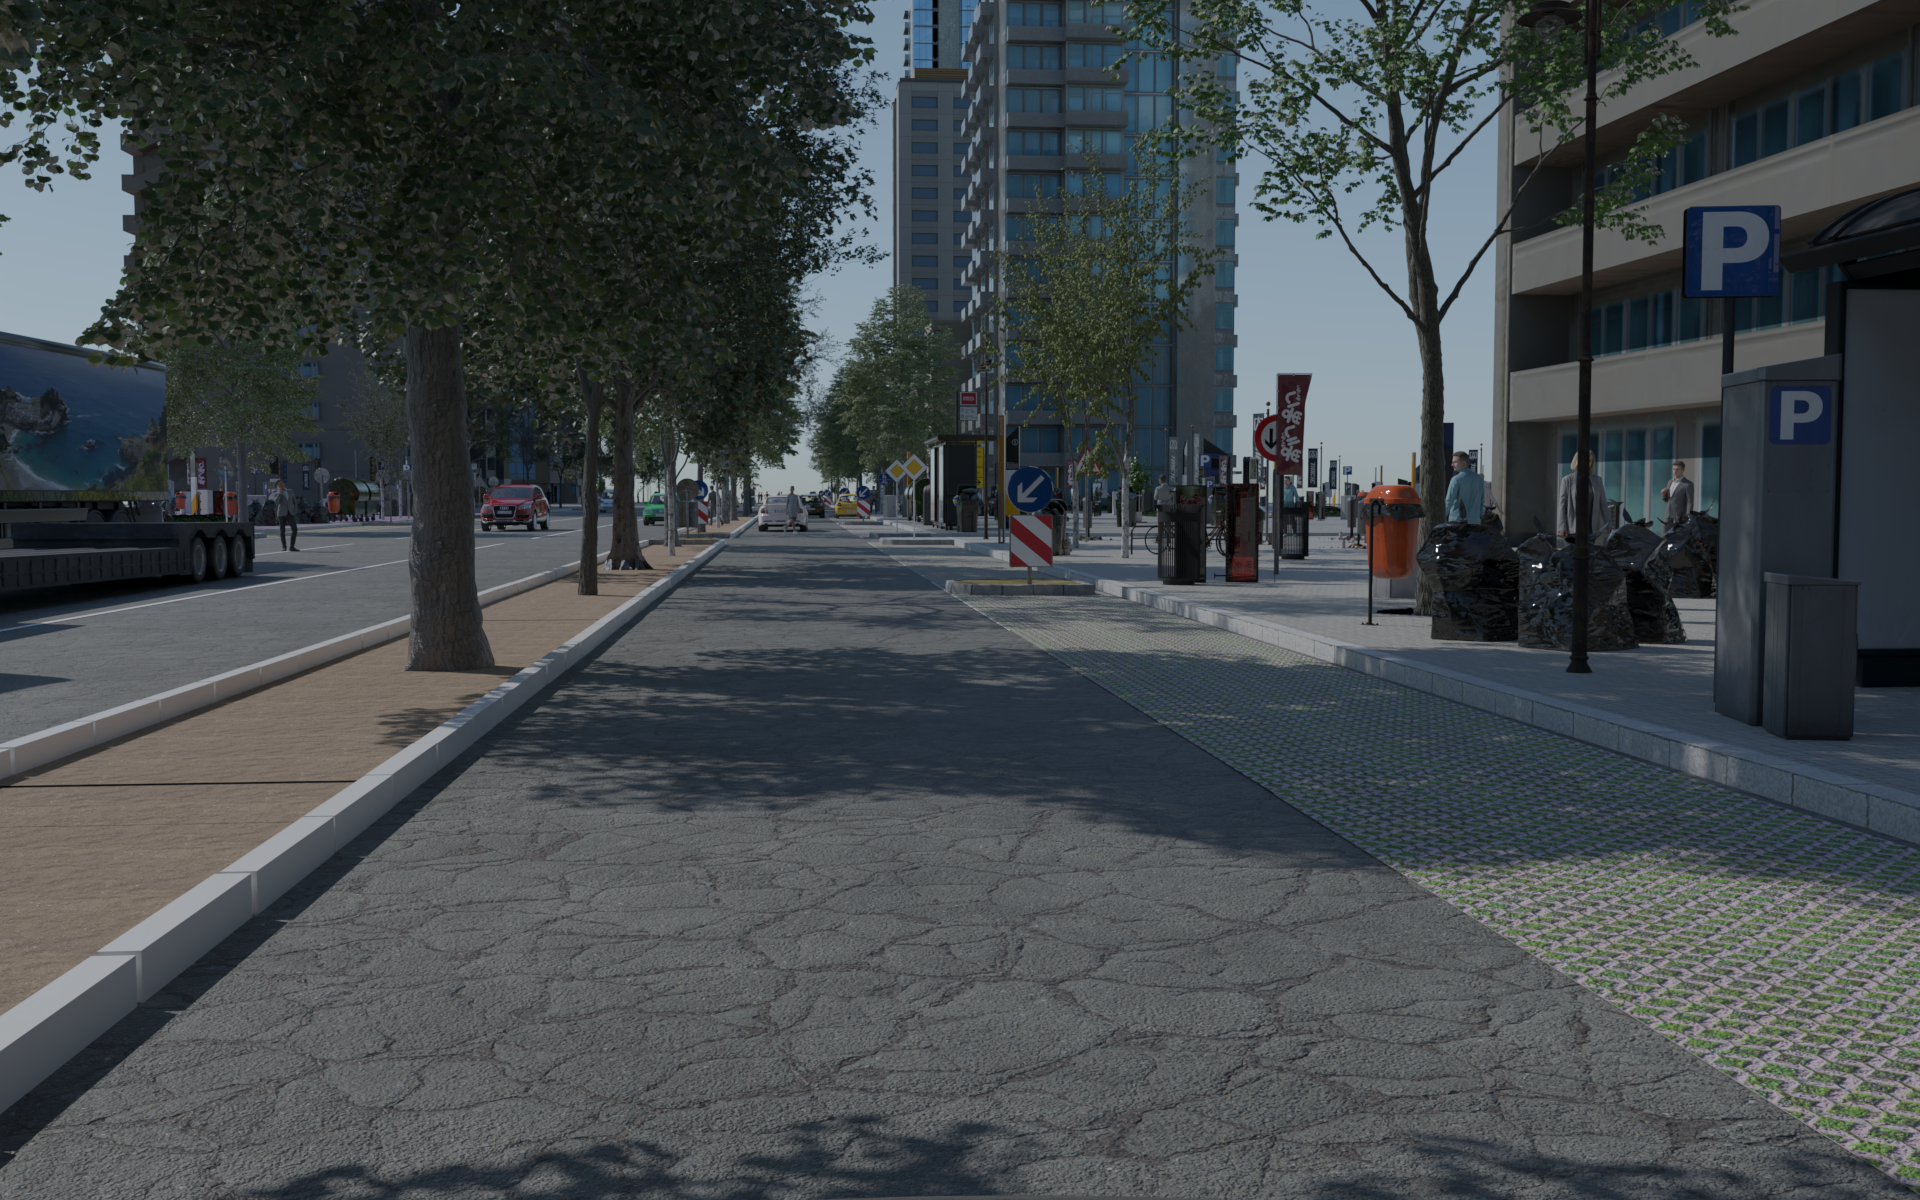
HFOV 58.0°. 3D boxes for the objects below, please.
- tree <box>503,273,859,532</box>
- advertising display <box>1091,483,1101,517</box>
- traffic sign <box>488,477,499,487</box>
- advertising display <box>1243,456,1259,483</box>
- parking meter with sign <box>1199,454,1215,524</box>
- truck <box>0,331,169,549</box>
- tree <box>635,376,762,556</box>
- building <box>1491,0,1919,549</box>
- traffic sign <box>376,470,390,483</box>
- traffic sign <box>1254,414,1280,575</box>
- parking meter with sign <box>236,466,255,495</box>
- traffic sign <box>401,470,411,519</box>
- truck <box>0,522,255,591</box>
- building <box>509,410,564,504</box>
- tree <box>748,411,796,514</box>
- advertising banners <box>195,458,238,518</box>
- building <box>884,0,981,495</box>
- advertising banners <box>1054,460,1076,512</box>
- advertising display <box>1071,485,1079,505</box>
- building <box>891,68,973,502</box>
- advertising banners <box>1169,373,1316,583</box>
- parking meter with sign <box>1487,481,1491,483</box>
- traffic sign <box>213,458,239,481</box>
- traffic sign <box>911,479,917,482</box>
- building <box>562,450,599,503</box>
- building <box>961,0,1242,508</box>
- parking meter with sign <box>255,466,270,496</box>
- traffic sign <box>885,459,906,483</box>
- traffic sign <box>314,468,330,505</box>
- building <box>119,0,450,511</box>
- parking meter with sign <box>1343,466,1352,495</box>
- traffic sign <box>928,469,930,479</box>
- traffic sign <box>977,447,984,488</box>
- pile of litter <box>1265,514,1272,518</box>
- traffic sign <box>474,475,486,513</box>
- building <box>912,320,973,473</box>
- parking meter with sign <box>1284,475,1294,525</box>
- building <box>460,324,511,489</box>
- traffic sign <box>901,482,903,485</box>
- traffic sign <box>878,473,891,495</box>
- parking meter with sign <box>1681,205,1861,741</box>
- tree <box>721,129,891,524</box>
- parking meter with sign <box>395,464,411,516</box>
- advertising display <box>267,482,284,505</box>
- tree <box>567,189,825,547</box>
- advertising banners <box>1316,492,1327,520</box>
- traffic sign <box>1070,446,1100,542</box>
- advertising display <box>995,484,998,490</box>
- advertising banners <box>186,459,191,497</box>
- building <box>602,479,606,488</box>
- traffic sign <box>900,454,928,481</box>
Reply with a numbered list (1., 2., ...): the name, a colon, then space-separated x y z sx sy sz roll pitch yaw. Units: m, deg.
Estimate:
1. tree: -9.413 -9.150 62.429 12.009 13.543 11.850 0 3 0
2. advertising display: 7.713 -5.686 98.182 0.123 1.923 0.974 2 4 34
3. traffic sign: -34.162 -7.751 126.828 0.768 2.556 0.104 0 4 3
4. advertising display: 5.041 -1.520 30.070 0.123 1.923 0.974 1 4 19
5. parking meter with sign: 10.794 -4.843 75.450 0.543 3.016 1.738 0 4 -2
6. truck: -17.723 -2.594 31.320 2.839 4.237 11.283 0 4 -4
7. tree: -6.621 -5.304 39.533 4.360 8.622 3.978 0 3 0
8. building: 24.548 -24.932 31.336 21.300 48.544 21.600 0 4 -6
9. traffic sign: -30.078 -5.514 90.267 0.768 2.556 0.104 0 4 3
10. traffic sign: 5.051 -1.680 27.572 0.768 2.556 0.104 0 4 1
11. parking meter with sign: -43.804 -6.700 105.799 1.738 3.016 0.543 1 4 10
12. traffic sign: -28.816 -5.525 90.445 0.768 2.556 0.104 0 4 -4
13. truck: -12.564 -1.904 20.886 2.967 4.110 18.799 0 4 -6
14. building: -60.330 -35.355 228.160 14.600 45.320 14.200 0 4 -6
15. tree: -15.574 -12.165 127.111 9.928 11.665 9.643 0 3 0
16. advertising banners: -35.890 -5.360 83.829 2.074 3.025 0.090 -2 4 -31
17. building: -1.099 -58.943 276.390 22.319 86.520 31.000 0 4 -6
18. advertising banners: 4.982 -5.636 88.338 2.074 3.025 0.090 2 4 31
19. advertising display: 7.318 -6.442 110.538 0.123 1.923 0.974 -1 4 -20
20. building: 0.869 -43.136 247.265 21.231 58.520 28.212 0 4 -6
21. advertising banners: 4.064 -1.766 25.068 2.074 3.025 0.090 0 4 -4
22. parking meter with sign: 32.750 -6.738 106.431 1.738 3.016 0.543 -3 4 -36
23. traffic sign: -23.573 -3.268 55.615 0.795 2.593 0.064 0 4 -6
24. traffic sign: -2.549 -6.110 99.998 0.768 2.556 0.104 0 4 -1
25. building: -67.623 -24.767 249.977 27.650 21.520 28.899 0 4 -6
26. building: 11.965 -32.870 157.035 23.786 49.044 30.456 0 4 -6
27. parking meter with sign: -41.886 -6.648 104.949 0.543 3.016 1.738 0 4 3
28. traffic sign: -2.080 -3.395 57.704 0.795 2.593 0.064 0 4 -6
29. traffic sign: -31.013 -5.142 84.172 0.768 2.556 0.104 0 4 2
30. building: -53.326 -31.476 138.330 21.300 48.544 21.600 0 4 -6
31. parking meter with sign: 24.398 -6.876 108.688 0.543 3.016 1.738 1 4 19
32. traffic sign: -1.023 -4.641 75.980 0.768 2.556 0.104 0 4 -3
33. traffic sign: -0.081 -4.932 74.509 2.265 3.308 0.079 0 4 -5
34. pile of litter: 16.881 -4.804 92.509 1.176 0.858 1.719 -1 4 -15
35. traffic sign: -32.961 -7.269 118.846 0.884 2.594 0.081 0 4 -5
36. building: 9.507 -20.939 187.399 27.650 21.520 28.899 0 4 -6
37. parking meter with sign: 13.729 -4.689 72.933 0.543 3.016 1.738 2 4 32
38. building: -54.411 -24.811 177.362 14.160 30.474 14.107 0 4 -6
39. traffic sign: -3.195 -6.520 106.597 0.884 2.594 0.081 0 4 -4
40. traffic sign: -4.534 -6.346 103.867 0.768 2.556 0.104 0 4 -2
41. parking meter with sign: 4.586 -0.826 9.762 0.543 3.016 1.738 0 4 6
42. tree: -9.930 -13.655 81.610 12.611 20.169 13.585 0 3 0
43. parking meter with sign: -32.660 -6.415 101.145 0.543 3.016 1.738 0 4 8
44. advertising display: -36.606 -5.350 92.690 0.974 1.923 0.123 1 4 11
45. tree: -7.687 -7.684 46.214 7.486 12.596 7.792 0 3 0
46. advertising banners: 17.611 -5.553 86.981 2.074 3.025 0.090 -2 4 -29
47. traffic sign: 3.363 -2.814 46.009 0.884 2.594 0.081 0 4 -5
48. advertising display: 2.676 -6.798 116.360 0.123 1.923 0.974 2 4 35
49. advertising banners: -38.200 -5.513 86.332 0.090 3.025 2.074 0 4 -7
50. building: -67.199 -51.075 273.330 20.563 71.187 20.611 0 4 -6
51. traffic sign: -1.297 -2.909 49.757 0.795 2.593 0.064 0 4 -6
